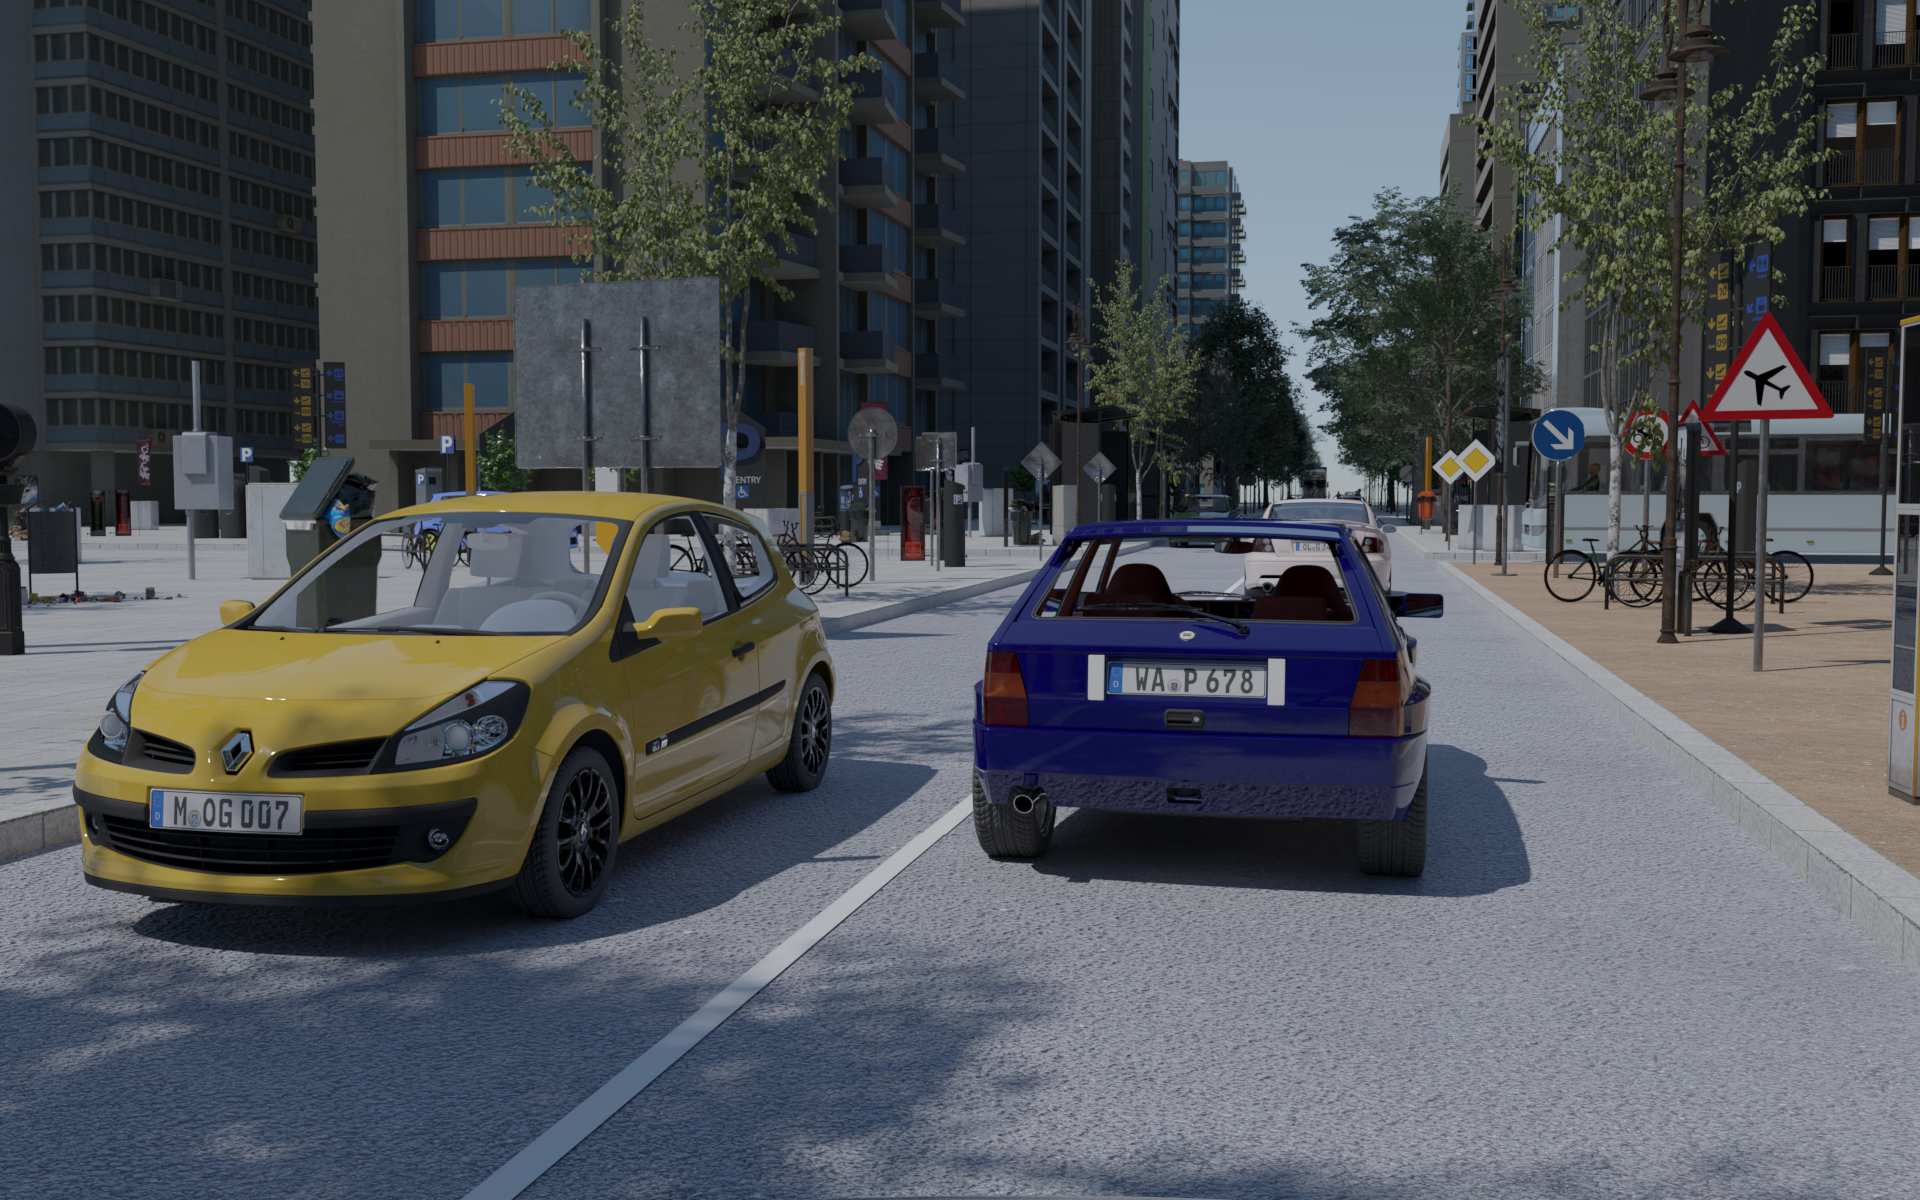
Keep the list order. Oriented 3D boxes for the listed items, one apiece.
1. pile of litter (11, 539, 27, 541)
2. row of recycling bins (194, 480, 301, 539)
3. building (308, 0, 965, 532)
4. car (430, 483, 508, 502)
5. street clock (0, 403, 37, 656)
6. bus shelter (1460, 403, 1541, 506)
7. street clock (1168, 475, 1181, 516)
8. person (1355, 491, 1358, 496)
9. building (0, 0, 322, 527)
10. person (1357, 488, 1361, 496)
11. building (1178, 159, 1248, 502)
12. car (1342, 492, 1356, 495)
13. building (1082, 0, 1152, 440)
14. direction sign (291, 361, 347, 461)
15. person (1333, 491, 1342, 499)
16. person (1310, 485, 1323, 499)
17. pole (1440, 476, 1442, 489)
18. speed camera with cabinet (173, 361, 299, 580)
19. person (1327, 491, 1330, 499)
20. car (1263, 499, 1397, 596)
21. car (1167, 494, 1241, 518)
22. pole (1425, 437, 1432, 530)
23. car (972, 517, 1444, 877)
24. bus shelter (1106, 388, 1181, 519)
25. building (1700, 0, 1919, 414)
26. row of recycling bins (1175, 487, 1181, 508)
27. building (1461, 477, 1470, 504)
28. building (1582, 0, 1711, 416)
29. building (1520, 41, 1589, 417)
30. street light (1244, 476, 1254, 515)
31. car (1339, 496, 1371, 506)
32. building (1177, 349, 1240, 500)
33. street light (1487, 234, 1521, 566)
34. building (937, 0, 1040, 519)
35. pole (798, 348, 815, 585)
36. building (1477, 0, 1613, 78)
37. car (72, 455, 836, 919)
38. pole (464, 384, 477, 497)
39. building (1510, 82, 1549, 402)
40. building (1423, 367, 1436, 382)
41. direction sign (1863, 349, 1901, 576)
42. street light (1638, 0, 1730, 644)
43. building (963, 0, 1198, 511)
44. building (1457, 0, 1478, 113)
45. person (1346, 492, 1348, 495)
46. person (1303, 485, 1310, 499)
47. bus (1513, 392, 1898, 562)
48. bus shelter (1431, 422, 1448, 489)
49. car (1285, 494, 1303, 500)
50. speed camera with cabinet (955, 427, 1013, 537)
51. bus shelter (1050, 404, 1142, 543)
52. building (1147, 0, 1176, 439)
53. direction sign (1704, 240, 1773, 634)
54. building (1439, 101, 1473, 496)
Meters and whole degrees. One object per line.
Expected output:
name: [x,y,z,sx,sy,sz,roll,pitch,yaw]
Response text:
pile of litter: [-25.650,-2.078,47.932,1.176,0.858,1.719,2,4,27]
row of recycling bins: [-20.544,-2.640,50.277,3.534,1.692,1.069,0,4,-4]
building: [-12.179,-25.243,67.344,22.147,44.769,28.867,1,4,13]
car: [-10.737,-1.876,40.271,3.694,1.707,1.945,1,4,11]
street clock: [-7.609,-0.563,13.772,0.471,2.002,0.358,0,4,1]
bus shelter: [14.766,-3.440,47.520,1.731,3.624,6.357,1,4,13]
street clock: [8.130,-3.741,65.737,0.471,2.002,0.358,0,4,8]
person: [32.288,-8.027,140.571,0.721,1.723,1.217,2,4,34]
building: [-43.354,-23.439,75.103,23.993,40.220,32.217,1,4,13]
person: [27.452,-6.753,118.918,0.705,1.823,1.348,1,4,18]
building: [29.734,-38.595,250.630,23.786,49.044,30.456,1,4,13]
car: [57.235,-15.026,254.345,2.281,1.827,5.304,1,4,11]
building: [5.908,-26.969,124.531,14.154,41.232,14.086,1,4,13]
direction sign: [-10.977,-2.307,29.711,0.876,3.537,0.379,-1,4,-11]
person: [37.527,-9.935,171.671,1.217,1.736,0.721,1,4,14]
person: [14.495,-3.780,70.491,0.473,1.802,0.592,0,4,-5]
pole: [29.087,-6.776,104.637,0.158,3.312,0.155,0,3,0]
speed camera with cabinet: [-10.677,-1.939,26.039,2.038,3.252,0.660,0,4,0]
person: [51.407,-14.252,241.532,0.705,1.823,1.348,-1,4,-9]
car: [4.868,-0.680,23.488,2.083,1.381,4.827,1,4,12]
car: [6.719,-2.300,47.393,2.009,1.686,4.222,1,4,14]
pole: [16.759,-4.167,61.978,0.158,3.312,0.155,0,3,0]
car: [1.234,0.282,7.973,1.945,1.354,3.894,1,4,13]
bus shelter: [7.129,-5.513,67.776,2.179,5.291,8.768,1,4,13]
building: [30.534,-13.375,48.359,15.834,23.373,12.332,1,4,13]
row of recycling bins: [8.924,-4.229,76.260,1.069,1.692,3.534,1,4,22]
building: [64.101,-28.717,161.402,32.217,40.220,23.993,1,4,13]
building: [36.818,-17.372,77.541,14.314,27.812,24.014,1,4,13]
building: [39.540,-17.216,99.497,12.078,24.808,19.932,1,4,13]
street light: [17.746,-8.229,107.337,0.468,5.910,1.993,1,4,13]
car: [18.579,-4.265,82.313,1.945,1.354,3.894,1,4,11]
building: [21.188,-23.098,222.685,27.650,21.520,28.899,1,4,13]
street light: [9.684,-3.558,30.963,0.468,5.910,1.993,1,4,13]
building: [-1.592,-40.331,97.661,20.563,71.187,20.611,1,4,13]
pole: [-2.159,-1.863,24.311,0.158,3.312,0.155,0,3,0]
building: [53.434,-31.591,140.210,21.300,48.544,21.600,1,4,13]
car: [-1.814,0.185,7.200,2.015,1.641,3.980,1,4,13]
pole: [-9.057,-2.338,32.073,0.158,3.312,0.155,0,3,0]
building: [46.476,-21.531,123.730,14.160,30.474,14.107,1,4,13]
building: [76.006,-29.730,257.788,14.160,30.474,14.107,1,4,13]
direction sign: [14.600,-2.160,27.321,0.876,3.537,0.379,-1,4,-17]
street light: [6.098,-2.566,14.743,0.468,5.910,1.993,1,4,13]
building: [12.790,-44.630,167.950,20.563,71.187,20.611,1,4,13]
building: [75.896,-56.291,233.036,22.319,86.520,31.000,1,4,13]
person: [54.611,-14.406,244.868,0.721,1.723,1.217,0,4,1]
person: [14.933,-4.049,74.819,0.853,1.813,0.709,1,4,16]
bus: [17.267,-2.414,34.323,13.247,3.499,2.948,1,4,13]
bus shelter: [25.383,-7.092,93.592,2.179,5.291,8.768,1,4,13]
car: [26.318,-7.521,134.973,2.014,1.417,4.499,1,4,14]
speed camera with cabinet: [0.727,-3.524,51.957,0.660,3.252,2.038,3,5,43]
bus shelter: [3.853,-3.498,48.476,1.731,3.624,6.357,1,4,13]
building: [3.623,-34.050,145.948,28.713,52.752,27.495,1,4,13]
direction sign: [7.142,-1.466,15.972,0.379,3.537,0.876,-1,4,-13]
building: [69.125,-35.778,208.675,21.300,48.544,21.600,1,4,13]
